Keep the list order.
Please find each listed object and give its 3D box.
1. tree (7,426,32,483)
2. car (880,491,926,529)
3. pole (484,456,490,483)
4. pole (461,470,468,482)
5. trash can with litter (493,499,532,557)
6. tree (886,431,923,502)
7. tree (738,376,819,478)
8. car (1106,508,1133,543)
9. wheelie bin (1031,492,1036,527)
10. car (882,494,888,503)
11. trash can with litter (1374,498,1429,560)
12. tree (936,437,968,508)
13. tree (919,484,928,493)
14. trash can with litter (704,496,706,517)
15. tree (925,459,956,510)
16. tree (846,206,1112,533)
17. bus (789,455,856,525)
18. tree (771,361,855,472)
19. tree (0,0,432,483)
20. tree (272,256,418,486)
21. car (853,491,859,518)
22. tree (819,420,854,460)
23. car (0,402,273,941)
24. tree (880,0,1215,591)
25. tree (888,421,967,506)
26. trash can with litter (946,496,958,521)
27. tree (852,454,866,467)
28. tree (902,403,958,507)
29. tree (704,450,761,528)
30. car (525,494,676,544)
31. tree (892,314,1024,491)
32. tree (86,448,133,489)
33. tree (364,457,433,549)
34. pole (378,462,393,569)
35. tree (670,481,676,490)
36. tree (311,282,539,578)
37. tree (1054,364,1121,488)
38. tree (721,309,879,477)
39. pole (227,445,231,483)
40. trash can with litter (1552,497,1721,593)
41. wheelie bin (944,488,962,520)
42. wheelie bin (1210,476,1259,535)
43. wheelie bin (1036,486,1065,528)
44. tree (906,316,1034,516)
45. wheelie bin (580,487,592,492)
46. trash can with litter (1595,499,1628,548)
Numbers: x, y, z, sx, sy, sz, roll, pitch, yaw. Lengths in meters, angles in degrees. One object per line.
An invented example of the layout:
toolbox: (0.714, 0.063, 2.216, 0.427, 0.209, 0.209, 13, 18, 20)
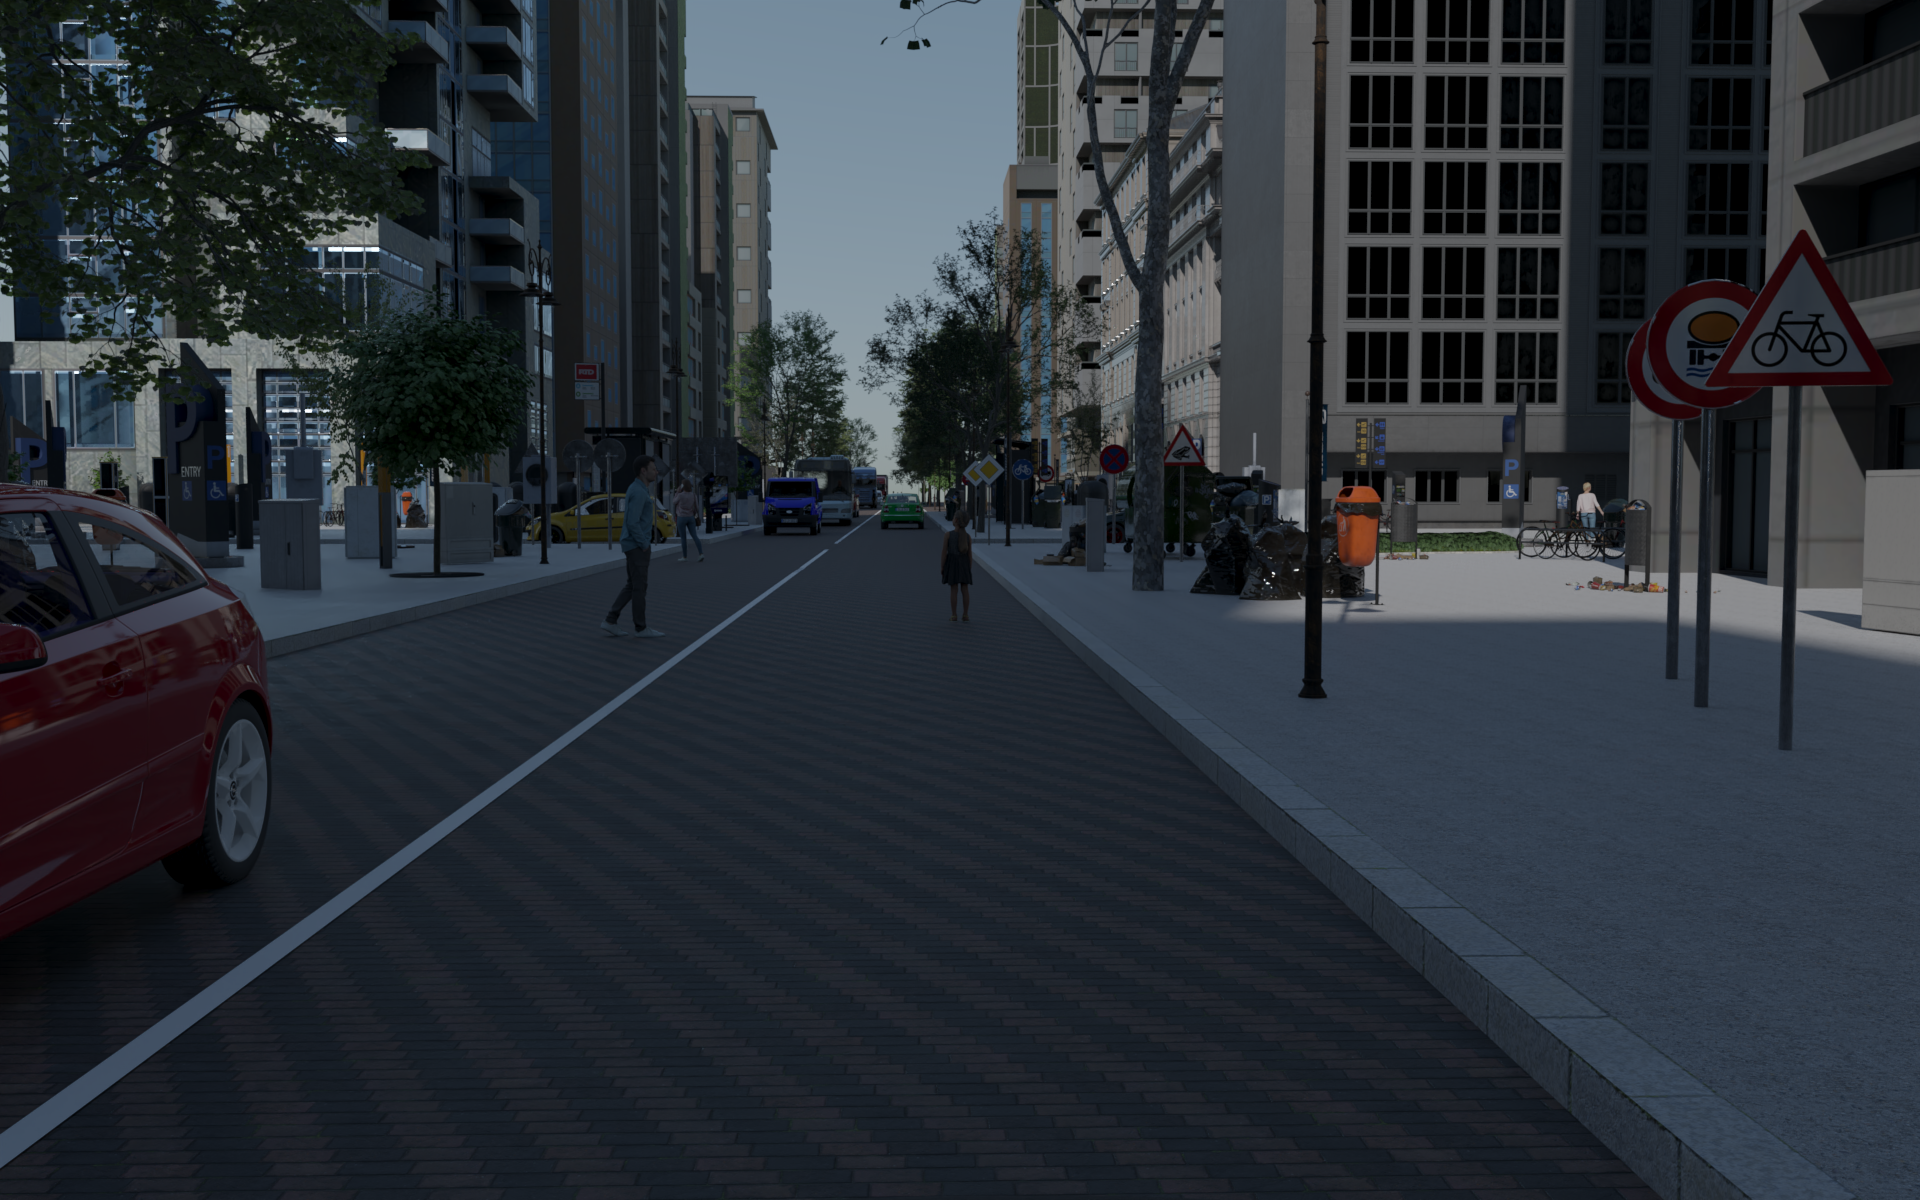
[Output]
tree: (-22.901, -2.841, 41.056, 1.663, 3.219, 1.824, 0, 3, 0)
car: (-2.377, -3.868, 72.038, 1.959, 1.807, 4.718, 0, 4, -1)
pole: (-13.721, -3.452, 50.281, 0.158, 3.312, 0.155, 0, 3, 0)
pole: (-15.050, -3.594, 52.607, 0.158, 3.312, 0.155, 0, 3, 0)
trash can with litter: (-9.308, -1.472, 35.449, 0.624, 1.170, 1.055, 1, 4, 22)
tree: (-5.211, -20.055, 238.272, 12.009, 13.543, 11.850, 0, 3, 0)
tree: (-11.441, -9.545, 106.417, 4.360, 8.622, 3.978, 0, 3, 0)
car: (5.313, -2.267, 46.855, 4.222, 1.686, 2.009, 0, 3, 0)
wheelie bin: (3.096, -3.625, 67.169, 0.693, 1.594, 0.980, 0, 4, 2)
car: (-5.537, -8.272, 145.036, 2.009, 1.686, 4.222, 0, 4, -2)
trash can with litter: (8.357, -1.417, 34.224, 2.233, 1.210, 1.678, 0, 4, -2)
tree: (-1.153, -12.615, 156.623, 4.360, 8.622, 3.978, 0, 3, 0)
tree: (-5.905, -17.659, 283.318, 1.663, 3.219, 1.824, 0, 3, 0)
trash can with litter: (-14.364, -5.135, 95.348, 1.055, 1.170, 0.624, 2, 4, 32)
tree: (-1.225, -9.734, 142.871, 4.285, 4.588, 4.351, 0, 3, 0)
tree: (0.660, -7.496, 56.979, 8.767, 10.594, 7.601, 0, 4, 1)
bus: (-6.344, -5.318, 81.809, 2.948, 3.499, 13.247, 0, 4, -3)
tree: (-12.546, -13.902, 145.423, 7.486, 12.596, 7.792, 0, 3, 0)
tree: (-8.099, -5.816, 13.213, 7.486, 12.596, 7.792, 0, 3, 0)
tree: (-18.518, -6.274, 52.945, 4.737, 8.622, 4.395, 0, 3, 0)
car: (-7.312, -6.008, 106.905, 2.281, 1.827, 5.304, 0, 4, -1)
tree: (-11.657, -12.465, 154.167, 4.360, 8.622, 3.978, 0, 3, 0)
car: (-3.460, 0.253, 4.903, 2.155, 1.783, 4.494, 0, 4, -3)
tree: (3.564, -10.253, 23.527, 12.611, 20.169, 13.585, 0, 3, 0)
tree: (-3.290, -16.937, 193.924, 9.611, 12.733, 9.660, 0, 3, 0)
trash can with litter: (-0.139, -4.265, 81.122, 1.055, 1.170, 0.624, 1, 4, 22)
tree: (-16.840, -20.415, 284.141, 4.737, 8.622, 4.395, 0, 3, 0)
tree: (-2.513, -15.896, 178.027, 7.486, 12.596, 7.792, 0, 3, 0)
tree: (-9.069, -4.590, 69.646, 1.663, 3.219, 1.824, 0, 3, 0)
car: (-9.719, -2.244, 46.910, 3.980, 1.641, 2.015, 0, 4, -3)
tree: (-0.195, -12.885, 117.319, 9.857, 13.997, 8.962, 0, 3, 0)
tree: (-34.537, -4.652, 70.667, 1.663, 3.219, 1.824, 0, 3, 0)
tree: (-13.483, -2.834, 40.945, 1.663, 3.219, 1.824, 0, 3, 0)
pole: (-9.877, -2.193, 29.704, 0.158, 3.312, 0.155, 0, 3, 0)
tree: (-18.927, -7.374, 115.170, 1.663, 3.219, 1.824, 0, 3, 0)
tree: (-8.268, -2.646, 26.979, 4.285, 4.588, 4.351, 0, 3, 0)
tree: (7.148, -9.103, 99.193, 4.360, 8.622, 3.978, 0, 3, 0)
tree: (-9.719, -10.459, 96.758, 9.928, 11.665, 9.643, 0, 3, 0)
pole: (-30.127, -4.743, 71.391, 0.158, 3.312, 0.155, 0, 3, 0)
trash can with litter: (8.997, -0.748, 23.292, 1.678, 1.210, 2.233, -1, 4, -9)
wheelie bin: (-0.340, -4.740, 85.406, 0.693, 1.594, 0.980, -2, 4, -34)
wheelie bin: (4.824, -1.378, 30.435, 0.980, 1.594, 0.693, 2, 4, 25)
wheelie bin: (3.438, -3.479, 64.783, 0.980, 1.594, 0.693, 0, 4, 3)
tree: (0.459, -10.649, 99.864, 9.928, 11.665, 9.643, 0, 3, 0)
wheelie bin: (-16.204, -3.995, 73.224, 0.980, 1.594, 0.693, 1, 4, 11)
trash can with litter: (15.629, -1.839, 41.458, 0.624, 1.170, 1.055, 3, 5, 45)
